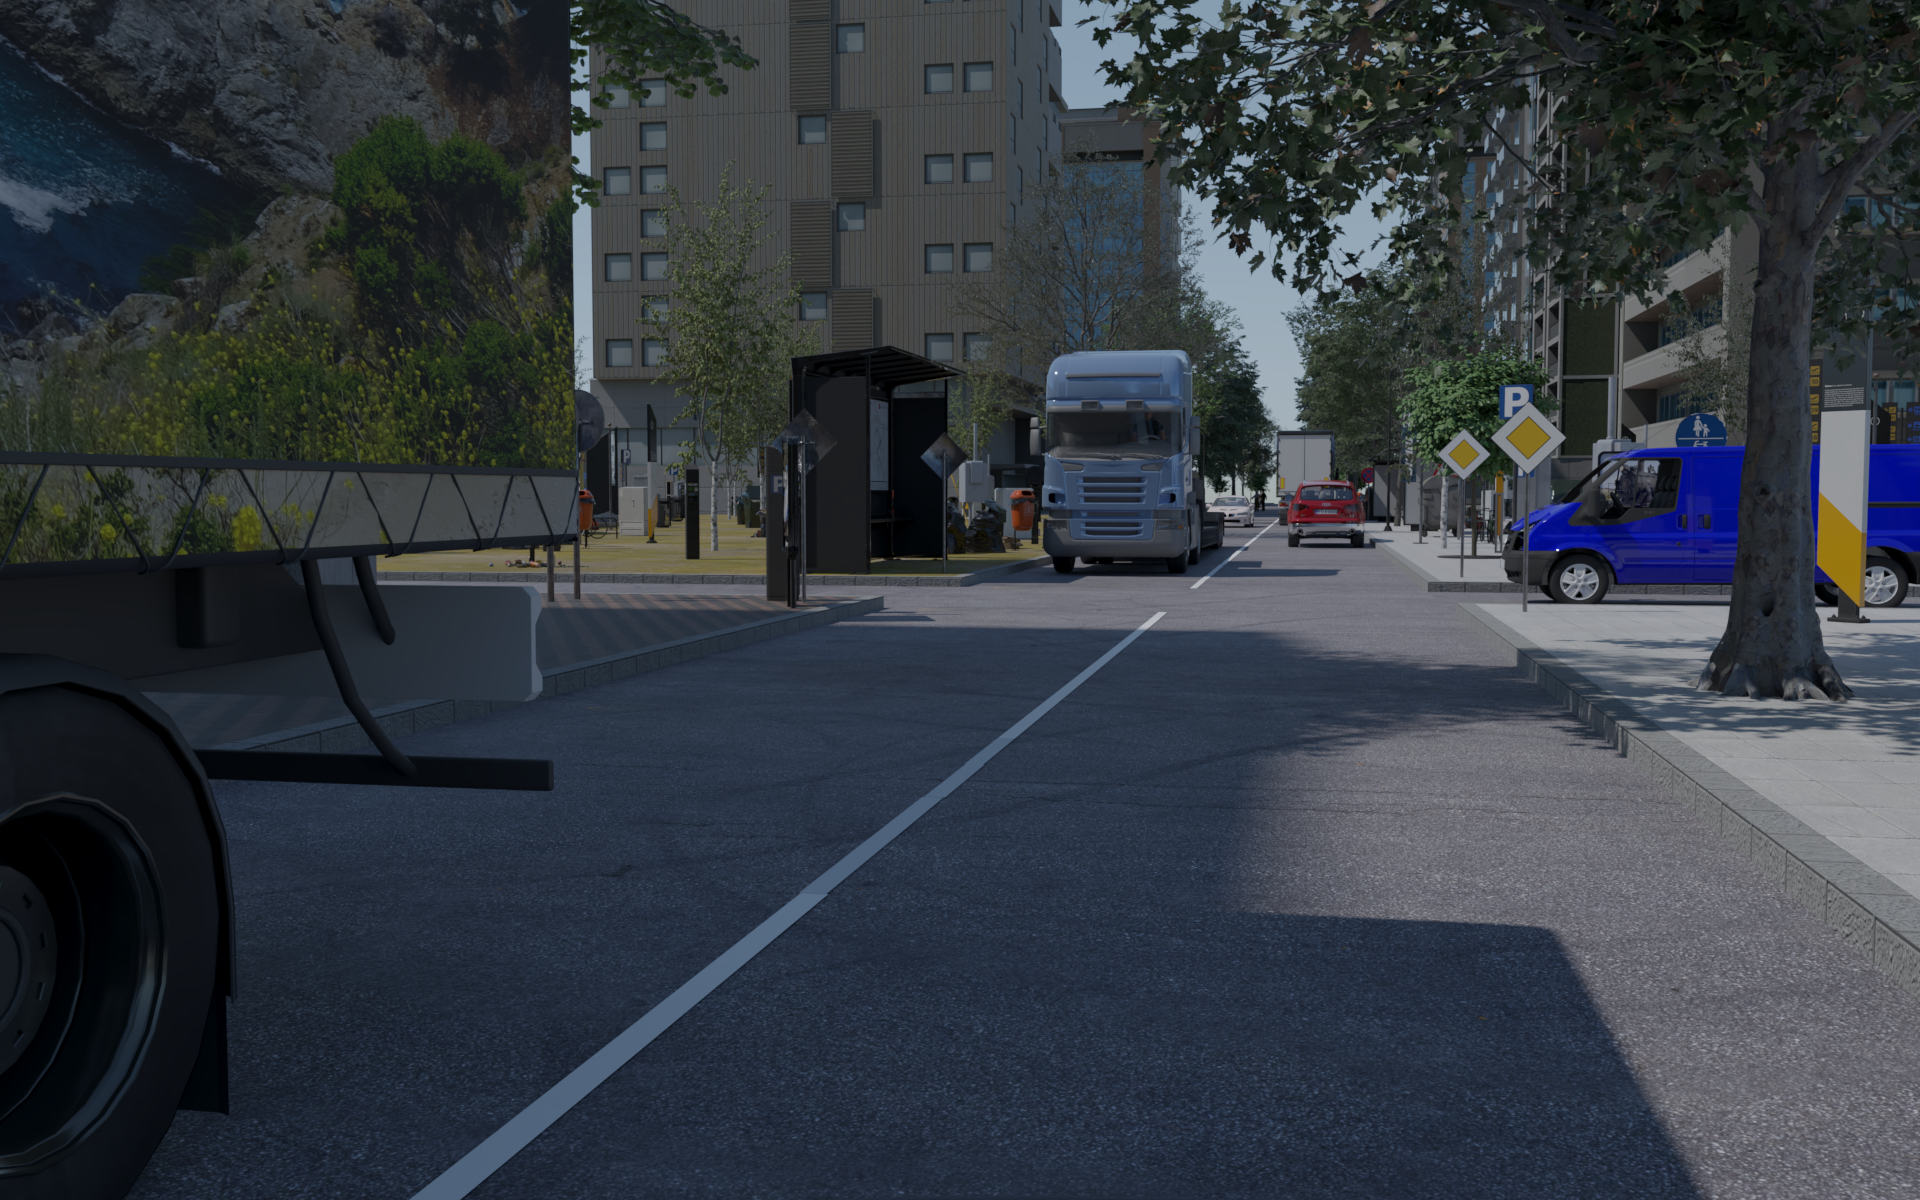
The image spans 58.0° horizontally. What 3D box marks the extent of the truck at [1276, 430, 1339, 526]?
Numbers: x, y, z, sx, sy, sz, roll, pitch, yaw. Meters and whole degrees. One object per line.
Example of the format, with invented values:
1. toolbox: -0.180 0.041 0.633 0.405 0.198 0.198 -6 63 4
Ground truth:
1. truck: 16.368 -5.668 81.584 2.839 4.237 11.283 1 4 13

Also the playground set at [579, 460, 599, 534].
1. playground set: -14.142 -4.241 56.115 5.302 4.214 5.637 1 4 10

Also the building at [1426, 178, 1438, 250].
1. building: 74.278 -37.735 236.575 23.786 49.044 30.456 1 4 11

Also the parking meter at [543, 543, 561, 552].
1. parking meter: -9.103 -2.014 38.636 0.399 1.863 0.255 0 4 3

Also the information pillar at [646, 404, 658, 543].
1. information pillar: -8.014 -3.286 45.088 0.183 3.616 0.504 1 4 11

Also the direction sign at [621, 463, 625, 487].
1. direction sign: -21.084 -7.113 108.289 0.379 3.537 0.876 -2 4 -24

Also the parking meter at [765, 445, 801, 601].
1. parking meter: -2.113 -0.922 20.793 0.399 1.863 0.255 1 4 12

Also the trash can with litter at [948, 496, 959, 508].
1. trash can with litter: -0.343 -4.327 82.138 0.624 1.170 1.055 0 4 6

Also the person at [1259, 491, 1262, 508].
1. person: 30.728 -10.220 176.125 0.750 1.759 0.617 1 4 11

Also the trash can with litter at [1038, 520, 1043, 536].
1. trash can with litter: 1.637 -2.594 53.477 2.233 1.210 1.678 2 4 25

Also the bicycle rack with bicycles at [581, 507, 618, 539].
1. bicycle rack with bicycles: -11.308 -2.232 49.878 2.925 0.926 2.852 -3 4 -38

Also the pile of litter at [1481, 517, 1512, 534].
1. pile of litter: 17.777 -2.542 55.535 1.176 0.858 1.719 -1 4 -13

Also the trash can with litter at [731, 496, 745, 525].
1. trash can with litter: -8.838 -3.701 71.895 1.055 1.170 0.624 3 5 43

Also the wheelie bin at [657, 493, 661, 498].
1. wheelie bin: -12.982 -3.940 72.323 0.980 1.594 0.693 -1 4 -11

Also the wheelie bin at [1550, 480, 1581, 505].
1. wheelie bin: 13.289 -1.847 38.106 0.980 1.594 0.693 1 4 11

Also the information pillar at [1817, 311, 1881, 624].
1. information pillar: 8.845 -1.586 17.283 0.183 3.616 0.504 -2 4 -30

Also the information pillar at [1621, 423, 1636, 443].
1. information pillar: 21.866 -4.001 56.775 0.504 3.616 0.183 1 4 15

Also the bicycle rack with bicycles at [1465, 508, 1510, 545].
1. bicycle rack with bicycles: 14.254 -1.919 44.755 2.852 0.926 2.925 2 4 31

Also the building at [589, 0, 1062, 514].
1. building: -7.775 -32.436 119.575 28.713 52.752 27.495 1 4 11

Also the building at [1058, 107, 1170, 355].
1. building: 17.275 -33.931 204.874 14.600 45.320 14.200 1 4 11

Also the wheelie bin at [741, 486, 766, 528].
1. wheelie bin: -7.820 -3.522 65.486 0.980 1.594 0.693 -2 4 -33

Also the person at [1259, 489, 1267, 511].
1. person: 25.127 -8.290 143.674 0.705 1.869 1.348 3 5 43

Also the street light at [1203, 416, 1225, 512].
1. street light: 15.137 -8.013 103.557 1.470 5.913 1.316 1 4 11

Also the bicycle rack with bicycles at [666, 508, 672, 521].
1. bicycle rack with bicycles: -14.751 -4.259 83.010 2.852 0.926 2.925 0 4 -1

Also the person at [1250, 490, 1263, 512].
1. person: 23.830 -7.953 139.258 1.217 1.736 0.721 3 5 41

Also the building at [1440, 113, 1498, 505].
1. building: 63.187 -33.712 201.297 14.600 45.320 14.200 1 4 11

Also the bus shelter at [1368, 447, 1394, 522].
1. bus shelter: 19.409 -5.123 77.690 2.014 3.302 5.546 1 4 11

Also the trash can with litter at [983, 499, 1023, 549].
1. trash can with litter: 1.015 -1.792 40.685 1.055 1.170 0.624 3 4 37

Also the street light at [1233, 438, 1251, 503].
1. street light: 23.291 -10.484 143.959 1.470 5.913 1.316 1 4 11

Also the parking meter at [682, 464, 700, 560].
1. parking meter: -5.256 -1.730 33.990 0.255 1.863 0.399 -1 4 -14

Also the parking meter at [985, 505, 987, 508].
1. parking meter: 1.579 -5.299 95.044 0.372 1.533 0.369 0 3 0

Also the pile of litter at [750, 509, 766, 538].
1. pile of litter: -5.582 -2.276 51.176 1.176 0.858 1.719 -3 5 -40

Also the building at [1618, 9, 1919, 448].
1. building: 38.312 -27.007 65.264 21.300 48.544 21.600 1 4 11

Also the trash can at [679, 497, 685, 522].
1. trash can: -13.135 -4.200 80.322 0.748 1.137 0.748 0 3 0

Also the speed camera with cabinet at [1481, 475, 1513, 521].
1. speed camera with cabinet: 25.609 -5.385 82.379 2.038 3.252 0.660 -3 5 -41

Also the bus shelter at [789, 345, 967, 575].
1. bus shelter: -1.324 -2.404 30.587 1.731 3.624 6.357 1 4 11

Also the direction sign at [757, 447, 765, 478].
1. direction sign: -9.233 -5.550 82.744 0.876 3.537 0.379 0 4 -2

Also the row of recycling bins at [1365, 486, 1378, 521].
1. row of recycling bins: 20.381 -4.762 84.966 1.069 1.692 3.534 1 4 16

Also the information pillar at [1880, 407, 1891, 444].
1. information pillar: 22.419 -3.117 42.312 0.504 3.616 0.183 3 5 45

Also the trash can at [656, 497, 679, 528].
1. trash can: -11.314 -3.323 65.980 0.748 1.137 0.748 0 3 0

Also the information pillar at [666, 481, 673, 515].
1. information pillar: -16.597 -5.780 98.996 0.304 2.012 0.304 0 4 8

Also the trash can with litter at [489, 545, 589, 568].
1. trash can with litter: -7.556 -1.216 30.933 1.678 1.210 2.233 -1 4 -17

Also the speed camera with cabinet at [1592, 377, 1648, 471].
1. speed camera with cabinet: 11.441 -2.107 28.792 0.660 3.252 2.038 -1 4 -21

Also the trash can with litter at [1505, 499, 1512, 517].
1. trash can with litter: 30.402 -5.232 96.937 0.624 1.170 1.055 -1 4 -14

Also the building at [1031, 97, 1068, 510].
1. building: -4.783 -27.750 145.600 32.217 40.220 23.993 1 4 11

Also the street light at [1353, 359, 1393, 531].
1. street light: 14.226 -5.327 59.644 1.470 5.913 1.316 1 4 11

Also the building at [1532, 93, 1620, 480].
1. building: 49.121 -41.575 118.007 20.563 71.187 20.611 1 4 11

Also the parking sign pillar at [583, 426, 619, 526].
1. parking sign pillar: -14.233 -4.900 68.593 1.447 3.967 1.447 -2 4 -31

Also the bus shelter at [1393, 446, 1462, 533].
1. bus shelter: 15.513 -3.851 56.880 2.014 3.302 5.546 1 4 11

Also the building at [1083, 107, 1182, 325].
1. building: 16.485 -39.865 241.035 28.713 52.752 27.495 1 4 11

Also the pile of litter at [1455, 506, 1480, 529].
1. pile of litter: 18.758 -3.067 64.118 1.719 0.858 1.176 0 4 -1

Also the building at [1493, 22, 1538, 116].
1. building: 55.777 -32.065 143.873 23.786 49.044 30.456 1 4 11

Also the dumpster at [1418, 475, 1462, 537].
1. dumpster: 14.401 -2.817 51.818 1.264 1.857 1.865 1 4 11

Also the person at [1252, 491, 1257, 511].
1. person: 25.291 -8.508 148.390 0.721 1.735 1.217 -1 4 -13

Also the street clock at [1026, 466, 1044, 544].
1. street clock: 1.916 -2.425 44.221 0.471 2.002 0.358 0 4 4

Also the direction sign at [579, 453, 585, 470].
1. direction sign: -19.372 -5.991 89.943 0.876 3.537 0.379 2 4 28

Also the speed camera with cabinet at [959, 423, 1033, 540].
1. speed camera with cabinet: 1.024 -3.327 48.733 2.038 3.252 0.660 -1 4 -19

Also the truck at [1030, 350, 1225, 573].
1. truck: 4.267 -2.971 38.333 2.967 4.110 18.799 1 4 11
